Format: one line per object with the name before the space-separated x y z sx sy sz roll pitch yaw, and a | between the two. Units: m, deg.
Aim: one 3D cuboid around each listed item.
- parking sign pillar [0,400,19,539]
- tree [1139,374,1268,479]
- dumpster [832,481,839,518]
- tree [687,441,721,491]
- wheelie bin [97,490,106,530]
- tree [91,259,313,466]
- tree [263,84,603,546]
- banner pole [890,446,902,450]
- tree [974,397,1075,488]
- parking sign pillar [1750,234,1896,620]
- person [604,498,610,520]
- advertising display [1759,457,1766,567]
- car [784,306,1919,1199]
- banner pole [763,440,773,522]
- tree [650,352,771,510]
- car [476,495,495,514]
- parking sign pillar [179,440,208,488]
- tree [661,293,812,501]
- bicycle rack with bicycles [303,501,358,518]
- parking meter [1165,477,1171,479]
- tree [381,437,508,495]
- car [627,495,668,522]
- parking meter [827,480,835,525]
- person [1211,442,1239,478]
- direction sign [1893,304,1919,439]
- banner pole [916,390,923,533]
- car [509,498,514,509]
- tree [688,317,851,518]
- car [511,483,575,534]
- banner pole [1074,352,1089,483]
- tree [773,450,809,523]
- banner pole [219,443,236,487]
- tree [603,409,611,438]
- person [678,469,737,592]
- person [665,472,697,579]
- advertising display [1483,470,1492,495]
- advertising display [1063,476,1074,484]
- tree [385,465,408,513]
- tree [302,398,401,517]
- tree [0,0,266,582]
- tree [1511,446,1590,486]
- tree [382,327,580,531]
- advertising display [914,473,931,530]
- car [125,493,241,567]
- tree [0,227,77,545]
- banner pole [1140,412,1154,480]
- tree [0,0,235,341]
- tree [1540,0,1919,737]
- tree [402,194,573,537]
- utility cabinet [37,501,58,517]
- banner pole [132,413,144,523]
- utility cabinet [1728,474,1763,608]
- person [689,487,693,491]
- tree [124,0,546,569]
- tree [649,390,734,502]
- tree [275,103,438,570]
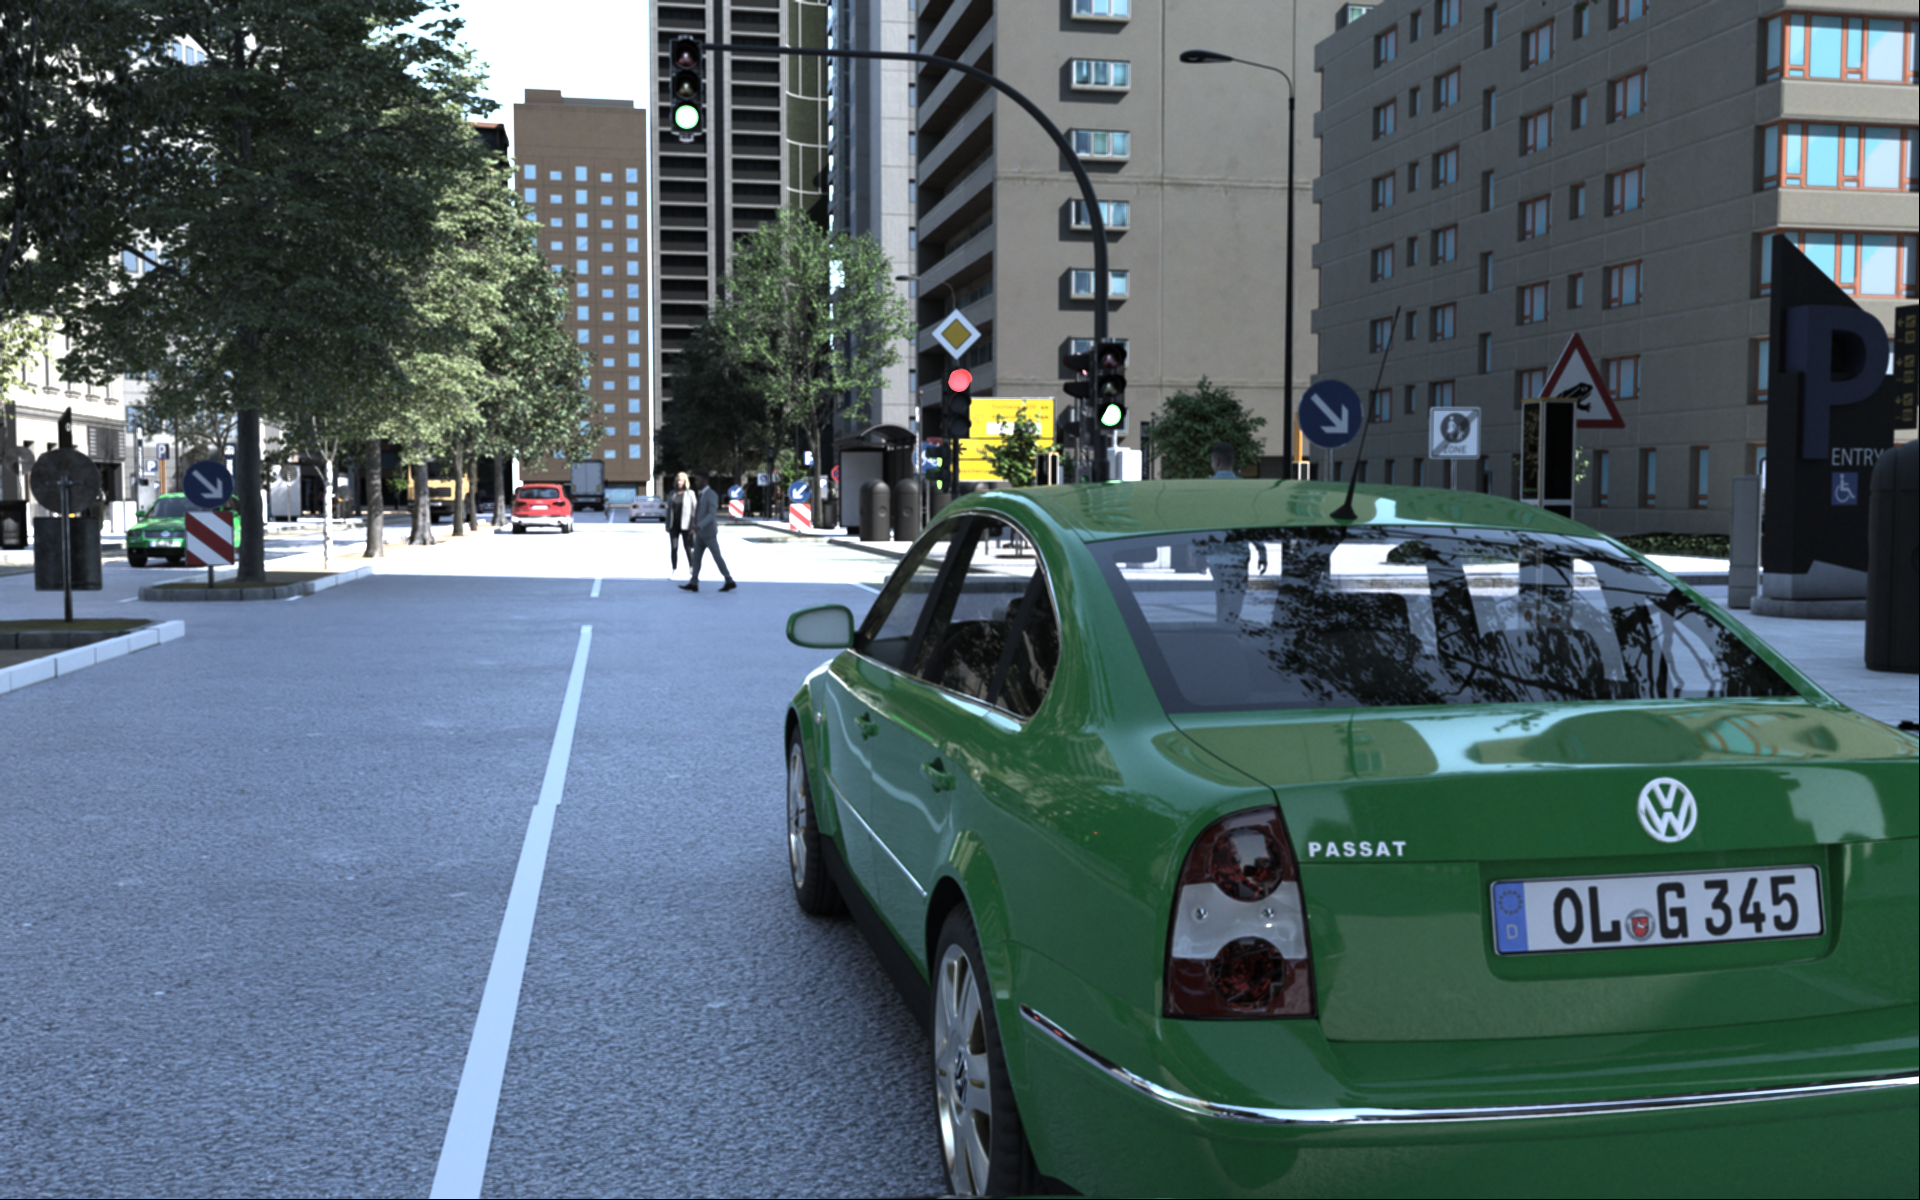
parking sign pillar | -27.447 -3.717 49.241 1.447 3.967 1.447 1 4 12
tree | 6.614 -3.890 47.317 4.285 4.588 4.351 0 3 0
dumpster | -5.799 -4.440 78.355 1.264 1.857 1.865 -1 4 -11
tree | -23.993 -12.901 161.297 4.360 8.622 3.978 0 3 0
wheelie bin | -31.166 -3.321 62.200 0.980 1.594 0.693 1 4 23
tree | -28.536 -8.088 66.659 7.601 10.594 8.767 1 4 11
tree | -14.983 -7.853 47.868 9.611 12.733 9.660 0 3 0
banner pole | -2.609 -4.903 70.185 0.863 3.779 0.401 2 4 28
tree | 1.350 -2.451 34.673 1.663 3.219 1.824 0 3 0
parking sign pillar | 9.147 -1.818 18.192 1.447 3.967 1.447 -1 4 -18
person | -19.704 -5.106 97.002 0.382 1.210 0.505 -3 5 -40
advertising display | 14.417 -1.527 30.181 0.123 1.923 0.974 -3 4 -39
car | 0.575 0.248 4.736 1.959 1.807 4.718 -1 4 -12
banner pole | -8.814 -5.506 80.037 0.401 3.779 0.863 1 4 18
tree | -19.391 -14.015 139.518 12.009 13.543 11.850 0 3 0
car | -34.008 -6.900 125.399 1.945 1.354 3.894 -1 4 -12
parking sign pillar | -37.858 -5.941 85.613 1.447 3.967 1.447 -1 4 -21
tree | -14.235 -12.521 111.371 9.857 13.997 8.962 0 3 0
bicycle rack with bicycles | -34.045 -4.912 93.698 2.925 0.926 2.852 -2 4 -24
parking meter | 7.053 -3.295 59.584 0.399 1.863 0.255 1 4 14
tree | -40.413 -13.854 133.161 9.857 13.997 8.962 0 3 0
car | -16.200 -4.738 89.824 2.083 1.381 4.827 -1 4 -12
parking meter | -5.428 -4.076 72.347 0.399 1.863 0.255 2 4 31
person | 2.030 -0.320 13.587 0.748 1.841 0.638 -3 5 -39
direction sign | 11.464 -1.753 20.658 0.379 3.537 0.876 -1 4 -16
banner pole | -0.993 -3.159 41.668 0.401 3.779 0.863 1 4 9
car | -41.122 -9.324 162.232 2.009 1.686 4.222 -1 4 -9
tree | -10.012 -9.545 90.475 8.767 10.594 7.601 0 4 -7
car | -15.233 -3.339 63.269 2.281 1.827 5.304 -1 4 -11
banner pole | 2.125 -2.469 30.379 0.401 3.779 0.863 -1 4 -16
tree | -7.500 -4.970 75.862 1.663 3.219 1.824 0 3 0
banner pole | -31.634 -5.176 74.645 0.863 3.779 0.401 -2 4 -26
tree | -20.123 -9.533 75.321 9.611 12.733 9.660 0 3 0
person | -3.700 -1.017 25.401 0.850 1.792 0.678 -2 4 -28
person | -4.642 -1.264 29.357 0.709 1.800 0.728 1 4 14
advertising display | 14.479 -2.590 47.552 0.123 1.923 0.974 1 4 23
advertising display | 4.051 -3.426 61.232 0.974 1.923 0.123 2 4 26
tree | -38.113 -7.492 117.097 1.663 3.219 1.824 0 3 0
tree | -33.536 -11.380 96.425 12.009 13.543 11.850 0 3 0
tree | -10.961 -6.469 26.359 7.486 12.596 7.792 0 3 0
tree | 13.443 -2.773 39.941 1.663 3.219 1.824 0 3 0
tree | -18.640 -7.915 66.272 8.767 10.594 7.601 -1 4 -11
advertising display | -1.166 -2.997 54.217 0.123 1.923 0.974 -3 4 -37
car | -15.738 -1.640 35.615 1.959 1.807 4.718 -1 4 -11
tree | -24.010 -5.642 42.605 4.737 8.622 4.395 0 3 0
banner pole | 5.730 -3.837 52.747 0.401 3.779 0.863 3 5 42
tree | -8.394 -3.784 14.691 4.360 8.622 3.978 0 3 0
tree | 5.388 -5.073 8.699 9.928 11.665 9.643 0 3 0
tree | -16.691 -7.914 57.606 9.928 11.665 9.643 0 3 0
utility cabinet | -36.991 -3.613 70.242 0.306 1.237 1.020 0 4 1
banner pole | -25.579 -3.911 53.958 0.401 3.779 0.863 0 4 -6
utility cabinet | 8.955 -0.678 19.767 0.318 1.500 1.173 2 4 26
person | -15.269 -5.503 98.244 0.755 1.850 0.659 1 4 11
tree | -13.249 -7.223 38.678 7.486 12.596 7.792 0 3 0
tree | -26.116 -15.508 170.561 9.611 12.733 9.660 0 3 0
tree | -11.892 -4.869 32.424 4.360 8.622 3.978 0 3 0
